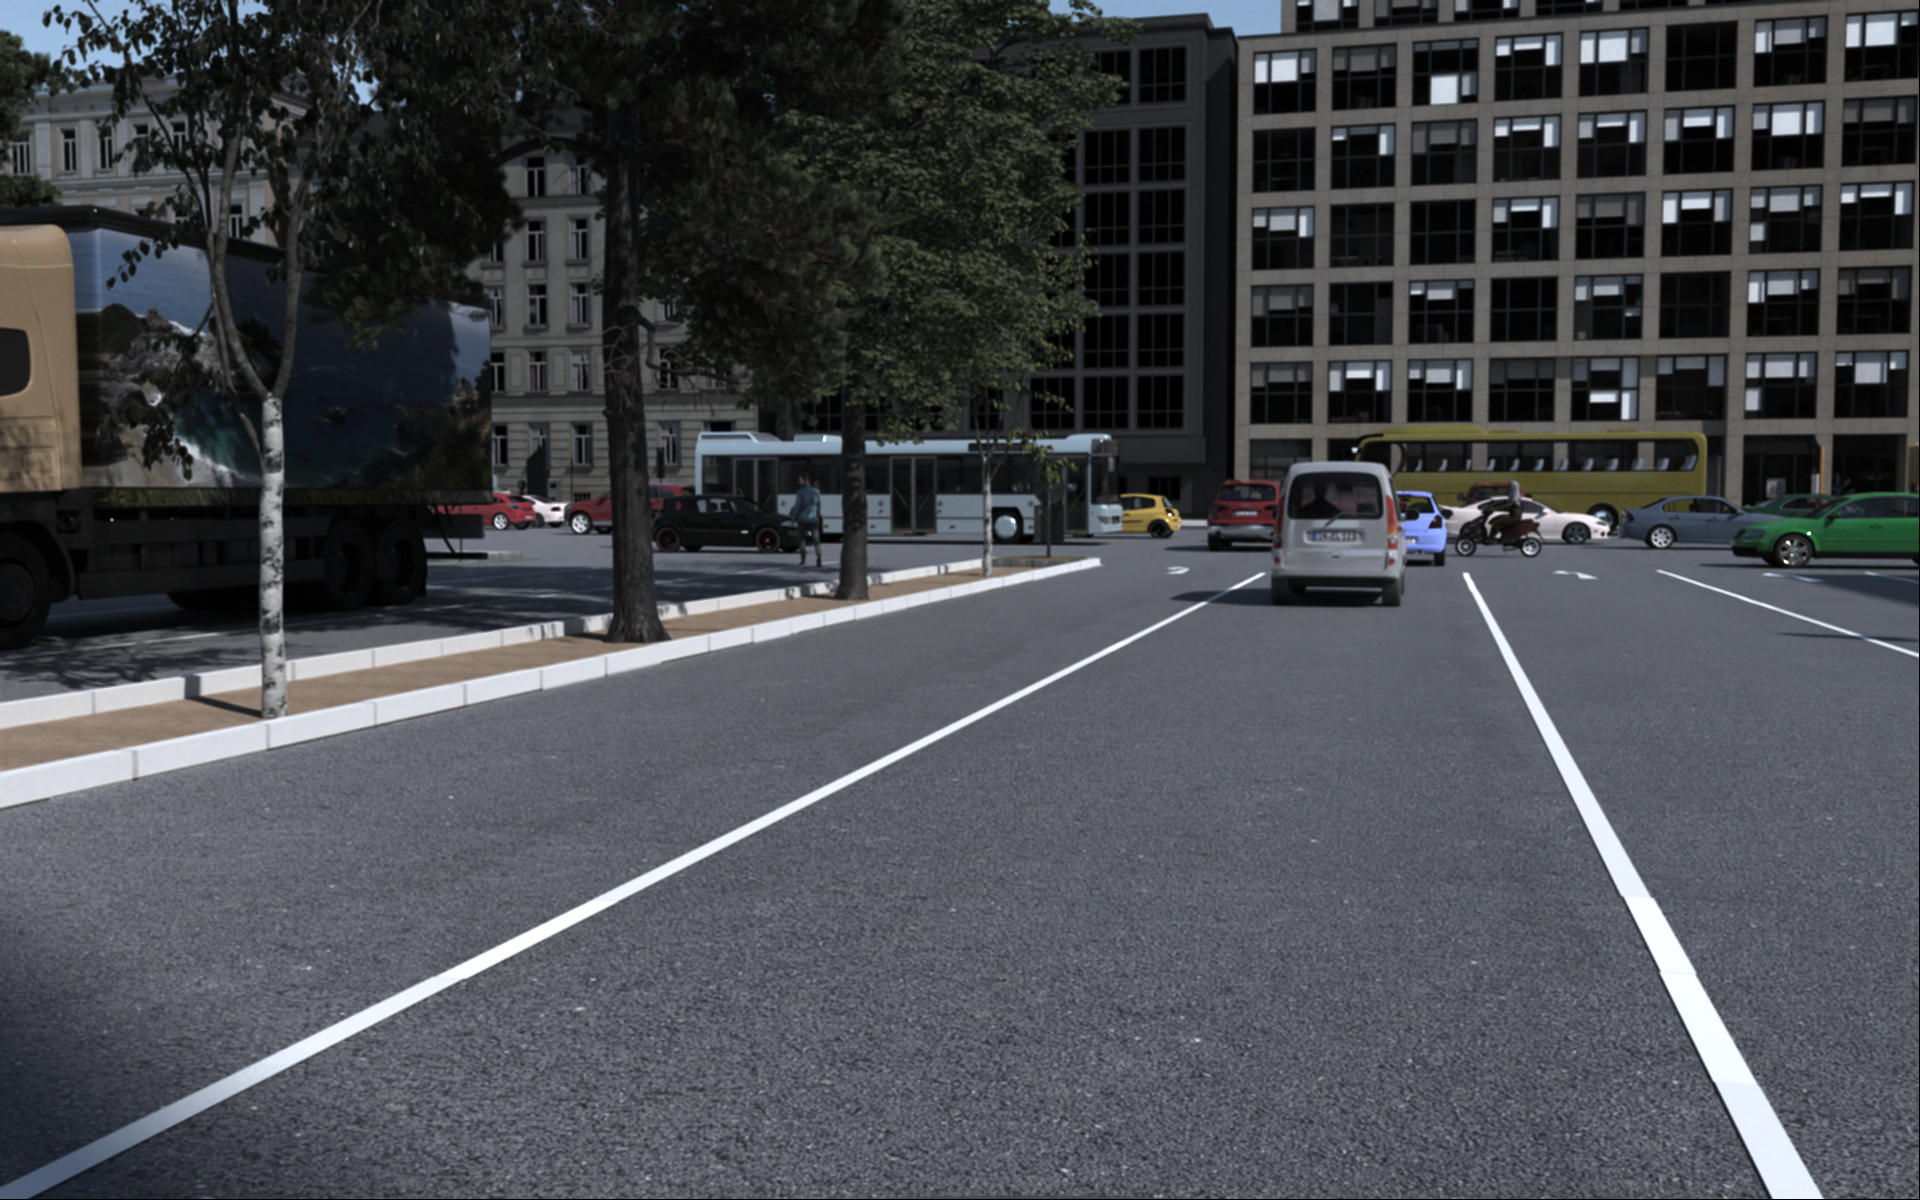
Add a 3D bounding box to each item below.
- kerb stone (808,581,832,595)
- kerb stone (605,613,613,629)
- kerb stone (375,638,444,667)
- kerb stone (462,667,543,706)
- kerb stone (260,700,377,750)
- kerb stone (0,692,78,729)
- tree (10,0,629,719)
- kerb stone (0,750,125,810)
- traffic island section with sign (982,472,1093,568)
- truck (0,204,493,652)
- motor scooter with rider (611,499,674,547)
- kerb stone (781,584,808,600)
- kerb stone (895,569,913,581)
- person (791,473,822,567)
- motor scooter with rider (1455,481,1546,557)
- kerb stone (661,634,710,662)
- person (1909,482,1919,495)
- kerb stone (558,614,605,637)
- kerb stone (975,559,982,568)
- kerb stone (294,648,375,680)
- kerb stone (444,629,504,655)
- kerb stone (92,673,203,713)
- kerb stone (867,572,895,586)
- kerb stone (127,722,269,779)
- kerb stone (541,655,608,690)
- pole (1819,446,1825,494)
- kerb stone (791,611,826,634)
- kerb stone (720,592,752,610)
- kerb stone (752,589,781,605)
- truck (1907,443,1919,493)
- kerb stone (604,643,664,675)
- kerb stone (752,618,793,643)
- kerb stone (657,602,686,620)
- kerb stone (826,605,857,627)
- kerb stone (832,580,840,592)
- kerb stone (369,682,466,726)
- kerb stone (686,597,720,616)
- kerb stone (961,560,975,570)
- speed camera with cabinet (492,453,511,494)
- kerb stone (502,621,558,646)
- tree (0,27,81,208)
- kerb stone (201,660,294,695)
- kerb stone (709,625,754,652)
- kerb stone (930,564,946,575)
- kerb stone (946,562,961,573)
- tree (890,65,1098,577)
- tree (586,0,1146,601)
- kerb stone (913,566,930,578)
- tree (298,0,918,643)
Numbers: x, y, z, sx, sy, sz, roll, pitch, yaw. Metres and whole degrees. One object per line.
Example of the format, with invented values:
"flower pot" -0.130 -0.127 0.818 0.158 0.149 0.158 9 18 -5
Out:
"kerb stone" -2.081 -0.154 24.708 0.120 0.150 1.000 1 4 15
"kerb stone" -3.680 0.213 18.712 0.120 0.150 1.000 1 4 15
"kerb stone" -4.740 0.456 14.739 0.120 0.150 1.000 1 4 15
"kerb stone" -3.255 0.613 12.180 0.120 0.150 1.000 1 4 15
"kerb stone" -3.790 0.738 10.189 0.120 0.150 1.000 1 4 15
"kerb stone" -5.807 0.700 10.744 0.120 0.150 1.000 1 4 15
"tree" -4.315 -3.558 10.997 4.360 8.622 3.978 0 3 0
"kerb stone" -4.321 0.857 8.184 0.120 0.150 1.000 1 4 15
"traffic island section with sign" 1.640 -1.611 34.472 2.006 1.907 1.989 1 4 15
"truck" -9.020 -1.858 19.291 2.839 4.237 11.283 1 4 13
"motor scooter with rider" -8.340 -2.258 45.890 1.986 1.779 0.876 1 4 16
"kerb stone" -2.345 -0.087 23.700 0.120 0.150 1.000 1 4 15
"kerb stone" -1.014 -0.397 28.684 0.120 0.150 1.000 1 4 15
"person" -3.006 -1.575 34.109 0.638 1.841 0.748 -1 4 -22
"motor scooter with rider" 12.341 -1.868 39.512 1.986 1.779 0.876 1 4 16
"kerb stone" -2.464 0.429 15.176 0.120 0.150 1.000 1 4 15
"person" 29.857 -2.784 54.265 0.529 1.795 0.600 -1 4 -22
"kerb stone" -3.947 0.274 17.720 0.120 0.150 1.000 1 4 15
"kerb stone" 0.318 -0.701 33.655 0.120 0.150 1.000 1 4 15
"kerb stone" -5.008 0.517 13.736 0.120 0.150 1.000 1 4 15
"kerb stone" -4.482 0.400 15.735 0.120 0.150 1.000 1 4 15
"kerb stone" -5.539 0.640 11.736 0.120 0.150 1.000 1 4 15
"kerb stone" -1.281 -0.330 27.691 0.120 0.150 1.000 1 4 15
"kerb stone" -4.054 0.798 9.188 0.120 0.150 1.000 1 4 15
"kerb stone" -2.982 0.556 13.172 0.120 0.150 1.000 1 4 15
"pole" 36.611 -4.882 73.663 0.158 3.312 0.155 0 3 0
"kerb stone" -1.655 0.247 18.156 0.120 0.150 1.000 1 4 15
"kerb stone" -2.879 0.031 21.706 0.120 0.150 1.000 1 4 15
"kerb stone" -2.620 -0.031 22.709 0.120 0.150 1.000 1 4 15
"truck" 36.419 -3.683 56.136 9.791 3.379 3.469 1 4 16
"kerb stone" -2.715 0.493 14.178 0.120 0.150 1.000 1 4 15
"kerb stone" -1.914 0.308 17.161 0.120 0.150 1.000 1 4 15
"kerb stone" -3.408 0.152 19.711 0.120 0.150 1.000 1 4 15
"kerb stone" -1.387 0.188 19.165 0.120 0.150 1.000 1 4 15
"kerb stone" -1.813 -0.214 25.701 0.120 0.150 1.000 1 4 15
"kerb stone" -3.528 0.674 11.182 0.120 0.150 1.000 1 4 15
"kerb stone" -3.149 0.091 20.714 0.120 0.150 1.000 1 4 15
"kerb stone" 0.051 -0.640 32.662 0.120 0.150 1.000 1 4 15
"speed camera with cabinet" -22.770 -5.542 84.941 0.660 3.252 2.038 1 4 13
"kerb stone" -4.208 0.335 16.725 0.120 0.150 1.000 1 4 15
"tree" -16.671 -6.299 25.041 6.751 12.117 7.091 0 3 0
"kerb stone" -5.283 0.579 12.732 0.120 0.150 1.000 1 4 15
"kerb stone" -2.190 0.370 16.166 0.120 0.150 1.000 1 4 15
"kerb stone" -0.482 -0.518 30.669 0.120 0.150 1.000 1 4 15
"kerb stone" -0.214 -0.579 31.668 0.120 0.150 1.000 1 4 15
"tree" 0.454 -4.686 29.443 4.737 8.622 4.395 0 3 0
"tree" -1.434 -6.289 23.409 7.486 12.596 7.792 0 3 0
"kerb stone" -0.750 -0.458 29.677 0.120 0.150 1.000 1 4 15
"tree" -3.227 -5.623 16.444 6.751 12.117 7.091 0 3 0
